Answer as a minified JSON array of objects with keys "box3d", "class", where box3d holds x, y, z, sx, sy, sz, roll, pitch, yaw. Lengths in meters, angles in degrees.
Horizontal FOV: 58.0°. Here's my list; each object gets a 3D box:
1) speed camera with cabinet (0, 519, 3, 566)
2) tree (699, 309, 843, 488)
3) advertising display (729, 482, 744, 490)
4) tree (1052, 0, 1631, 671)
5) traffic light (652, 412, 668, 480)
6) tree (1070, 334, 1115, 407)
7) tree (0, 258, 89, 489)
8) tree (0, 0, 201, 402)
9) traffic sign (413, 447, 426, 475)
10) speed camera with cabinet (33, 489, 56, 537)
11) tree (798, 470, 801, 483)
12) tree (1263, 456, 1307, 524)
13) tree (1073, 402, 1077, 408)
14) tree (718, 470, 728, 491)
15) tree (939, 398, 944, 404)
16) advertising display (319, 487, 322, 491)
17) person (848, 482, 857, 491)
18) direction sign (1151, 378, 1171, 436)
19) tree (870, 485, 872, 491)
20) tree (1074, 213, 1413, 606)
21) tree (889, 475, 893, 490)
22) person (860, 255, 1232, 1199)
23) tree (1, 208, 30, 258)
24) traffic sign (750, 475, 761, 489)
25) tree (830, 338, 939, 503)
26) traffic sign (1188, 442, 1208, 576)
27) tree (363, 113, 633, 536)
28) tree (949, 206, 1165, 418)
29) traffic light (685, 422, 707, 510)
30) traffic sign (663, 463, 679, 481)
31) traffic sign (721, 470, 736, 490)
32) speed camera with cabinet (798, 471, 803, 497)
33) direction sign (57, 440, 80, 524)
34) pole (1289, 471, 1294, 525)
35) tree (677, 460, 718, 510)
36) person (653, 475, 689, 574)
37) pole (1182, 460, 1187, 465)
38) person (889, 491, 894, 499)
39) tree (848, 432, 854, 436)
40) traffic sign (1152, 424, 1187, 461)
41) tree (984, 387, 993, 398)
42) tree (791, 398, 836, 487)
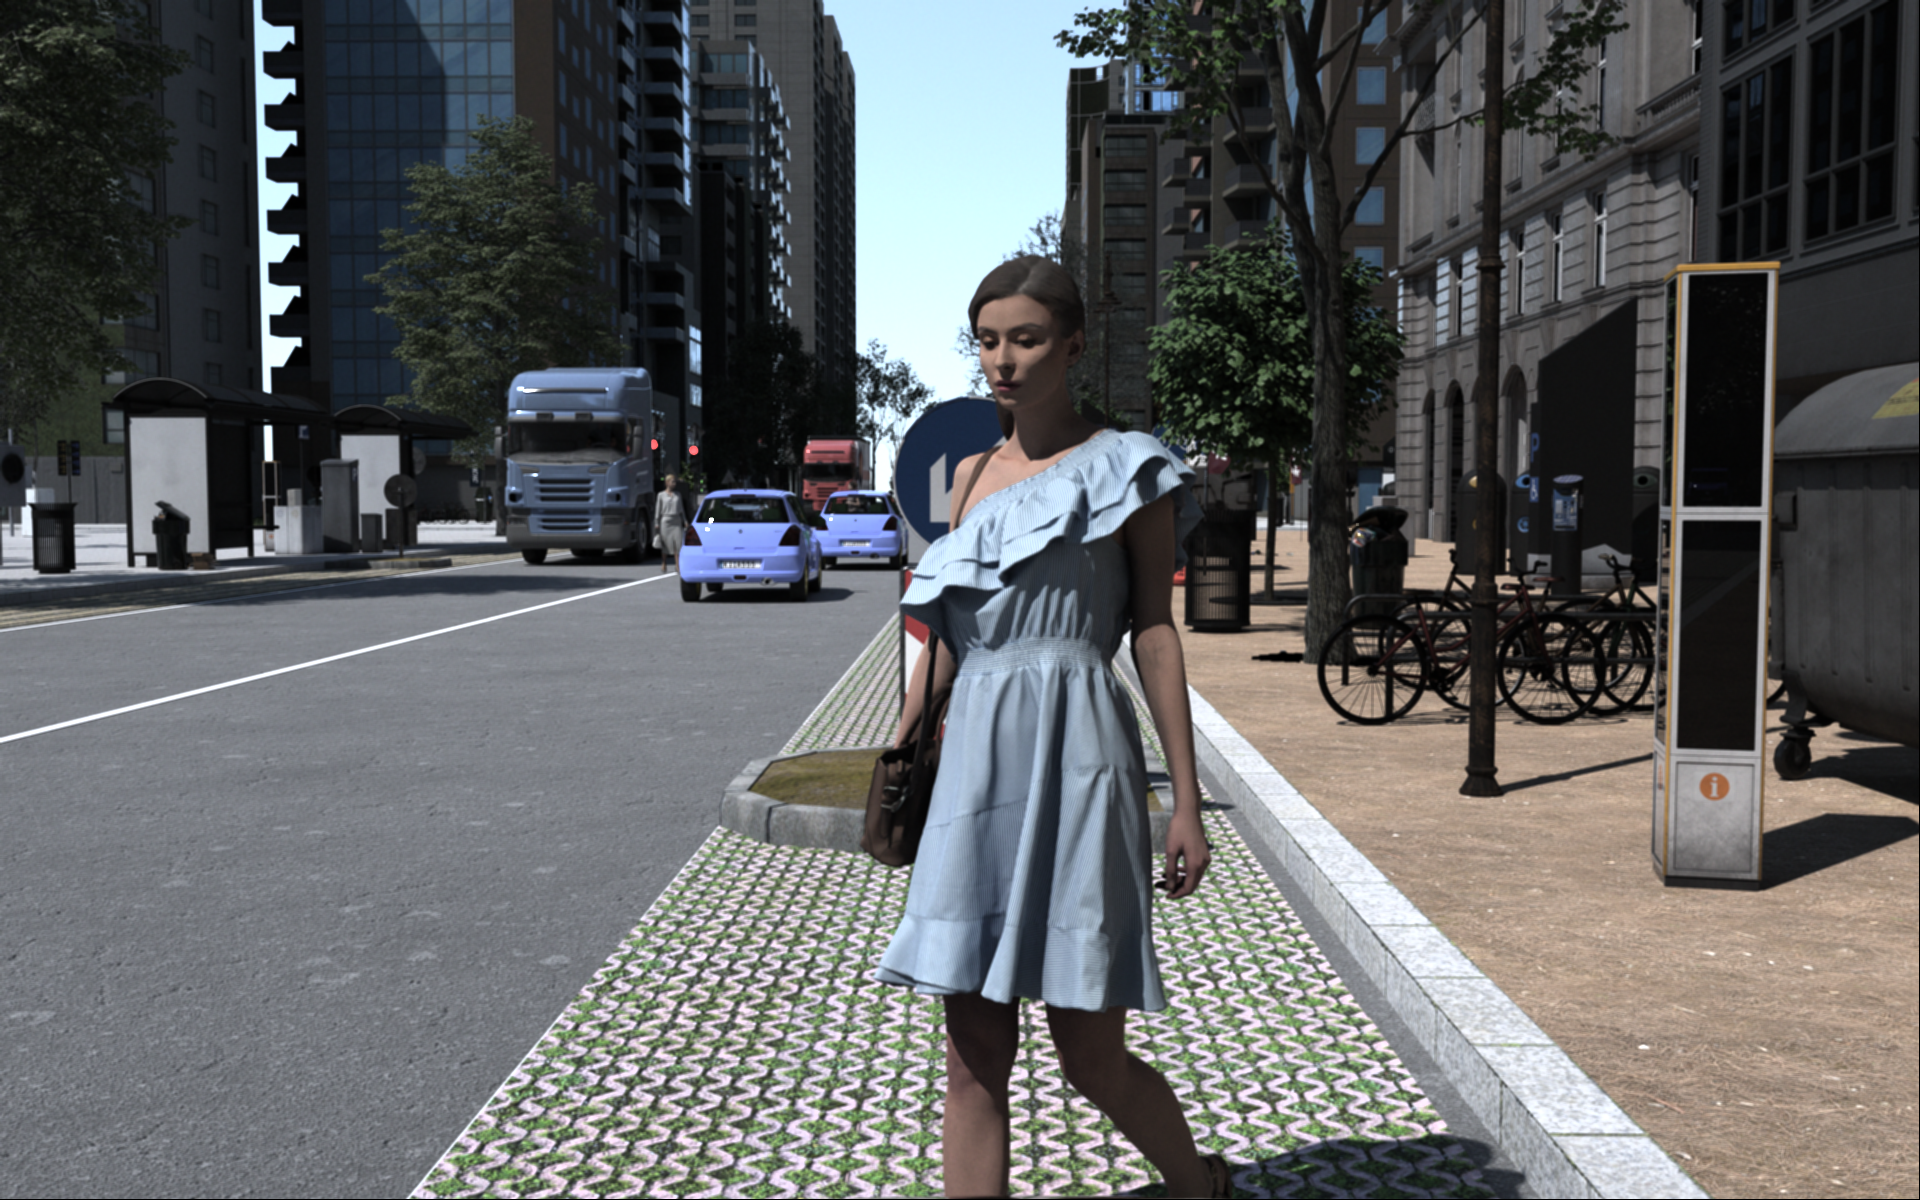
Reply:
[{"box3d":[-17.140,-2.182,30.006,0.660,3.252,2.038,1,4,10],"class":"speed camera with cabinet"},{"box3d":[-11.763,-11.637,107.267,9.611,12.733,9.660,0,3,0],"class":"tree"},{"box3d":[-11.749,-5.254,91.112,0.123,1.923,0.974,3,4,36],"class":"advertising display"},{"box3d":[2.653,-5.329,12.886,9.928,11.665,9.643,0,3,0],"class":"tree"},{"box3d":[-10.475,-4.321,59.566,0.839,4.253,0.868,0,4,1],"class":"traffic light"},{"box3d":[5.514,-11.238,101.870,7.486,12.596,7.792,0,3,0],"class":"tree"},{"box3d":[-30.641,-6.501,56.660,4.360,8.622,3.978,0,3,0],"class":"tree"},{"box3d":[-13.689,-6.383,22.493,7.486,12.596,7.792,0,3,0],"class":"tree"},{"box3d":[-14.657,-2.826,46.312,0.768,2.556,0.104,0,4,4],"class":"traffic sign"},{"box3d":[-27.978,-3.531,52.060,2.038,3.252,0.660,3,4,38],"class":"speed camera with cabinet"},{"box3d":[-11.362,-9.478,138.673,4.285,4.588,4.351,0,3,0],"class":"tree"},{"box3d":[13.626,-4.841,73.748,1.663,3.219,1.824,0,3,0],"class":"tree"},{"box3d":[4.107,-8.214,84.665,4.360,8.622,3.978,0,3,0],"class":"tree"},{"box3d":[-19.234,-8.854,139.365,1.663,3.219,1.824,0,3,0],"class":"tree"},{"box3d":[-7.740,-23.335,237.411,12.611,20.169,13.585,0,3,0],"class":"tree"},{"box3d":[-21.477,-3.299,59.151,0.123,1.923,0.974,2,4,34],"class":"advertising display"},{"box3d":[-3.110,-2.457,49.015,0.374,1.781,0.599,-3,5,-40],"class":"person"},{"box3d":[3.669,-2.384,30.972,0.379,3.537,0.876,3,5,40],"class":"direction sign"},{"box3d":[-10.139,-11.647,185.032,1.663,3.219,1.824,0,3,0],"class":"tree"},{"box3d":[3.643,-2.241,20.354,4.285,4.588,4.351,0,3,0],"class":"tree"},{"box3d":[-9.062,-16.849,259.188,4.285,4.588,4.351,0,3,0],"class":"tree"},{"box3d":[0.130,0.349,2.889,0.778,1.811,0.616,-3,5,-44],"class":"person"},{"box3d":[-22.871,-5.481,39.981,4.360,8.622,3.978,0,3,0],"class":"tree"},{"box3d":[-13.498,-6.991,114.416,0.768,2.556,0.104,1,4,11],"class":"traffic sign"},{"box3d":[-9.517,-21.520,207.739,12.611,20.169,13.585,0,3,0],"class":"tree"},{"box3d":[3.856,-1.531,27.156,0.606,2.300,0.079,0,4,3],"class":"traffic sign"},{"box3d":[-13.746,-8.179,51.862,7.486,12.596,7.792,0,3,0],"class":"tree"},{"box3d":[4.486,-10.071,75.034,12.009,13.543,11.850,0,3,0],"class":"tree"},{"box3d":[-10.308,-4.809,67.550,0.839,4.253,0.868,0,4,1],"class":"traffic light"},{"box3d":[-12.010,-4.371,71.464,0.884,2.594,0.081,0,4,3],"class":"traffic sign"},{"box3d":[-12.245,-5.612,91.753,0.884,2.594,0.081,0,4,7],"class":"traffic sign"},{"box3d":[-12.653,-8.480,132.976,2.038,3.252,0.660,-2,4,-32],"class":"speed camera with cabinet"},{"box3d":[-37.644,-4.968,73.223,0.379,3.537,0.876,3,5,43],"class":"direction sign"},{"box3d":[13.665,-4.735,71.258,0.158,3.312,0.155,0,3,0],"class":"pole"},{"box3d":[-12.976,-5.480,84.203,1.663,3.219,1.824,0,3,0],"class":"tree"},{"box3d":[-5.193,-1.370,31.254,0.694,1.780,0.624,-1,4,-13],"class":"person"},{"box3d":[7.048,-3.710,54.497,0.158,3.312,0.155,0,3,0],"class":"pole"},{"box3d":[-7.169,-10.491,180.709,0.721,1.739,1.217,-2,4,-25],"class":"person"},{"box3d":[-11.263,-13.847,176.758,4.360,8.622,3.978,0,3,0],"class":"tree"},{"box3d":[3.465,-1.703,27.949,0.768,2.556,0.104,0,4,7],"class":"traffic sign"},{"box3d":[6.243,-15.291,156.661,9.857,13.997,8.962,0,3,0],"class":"tree"},{"box3d":[-11.128,-10.878,128.212,4.737,8.622,4.395,0,3,0],"class":"tree"}]
